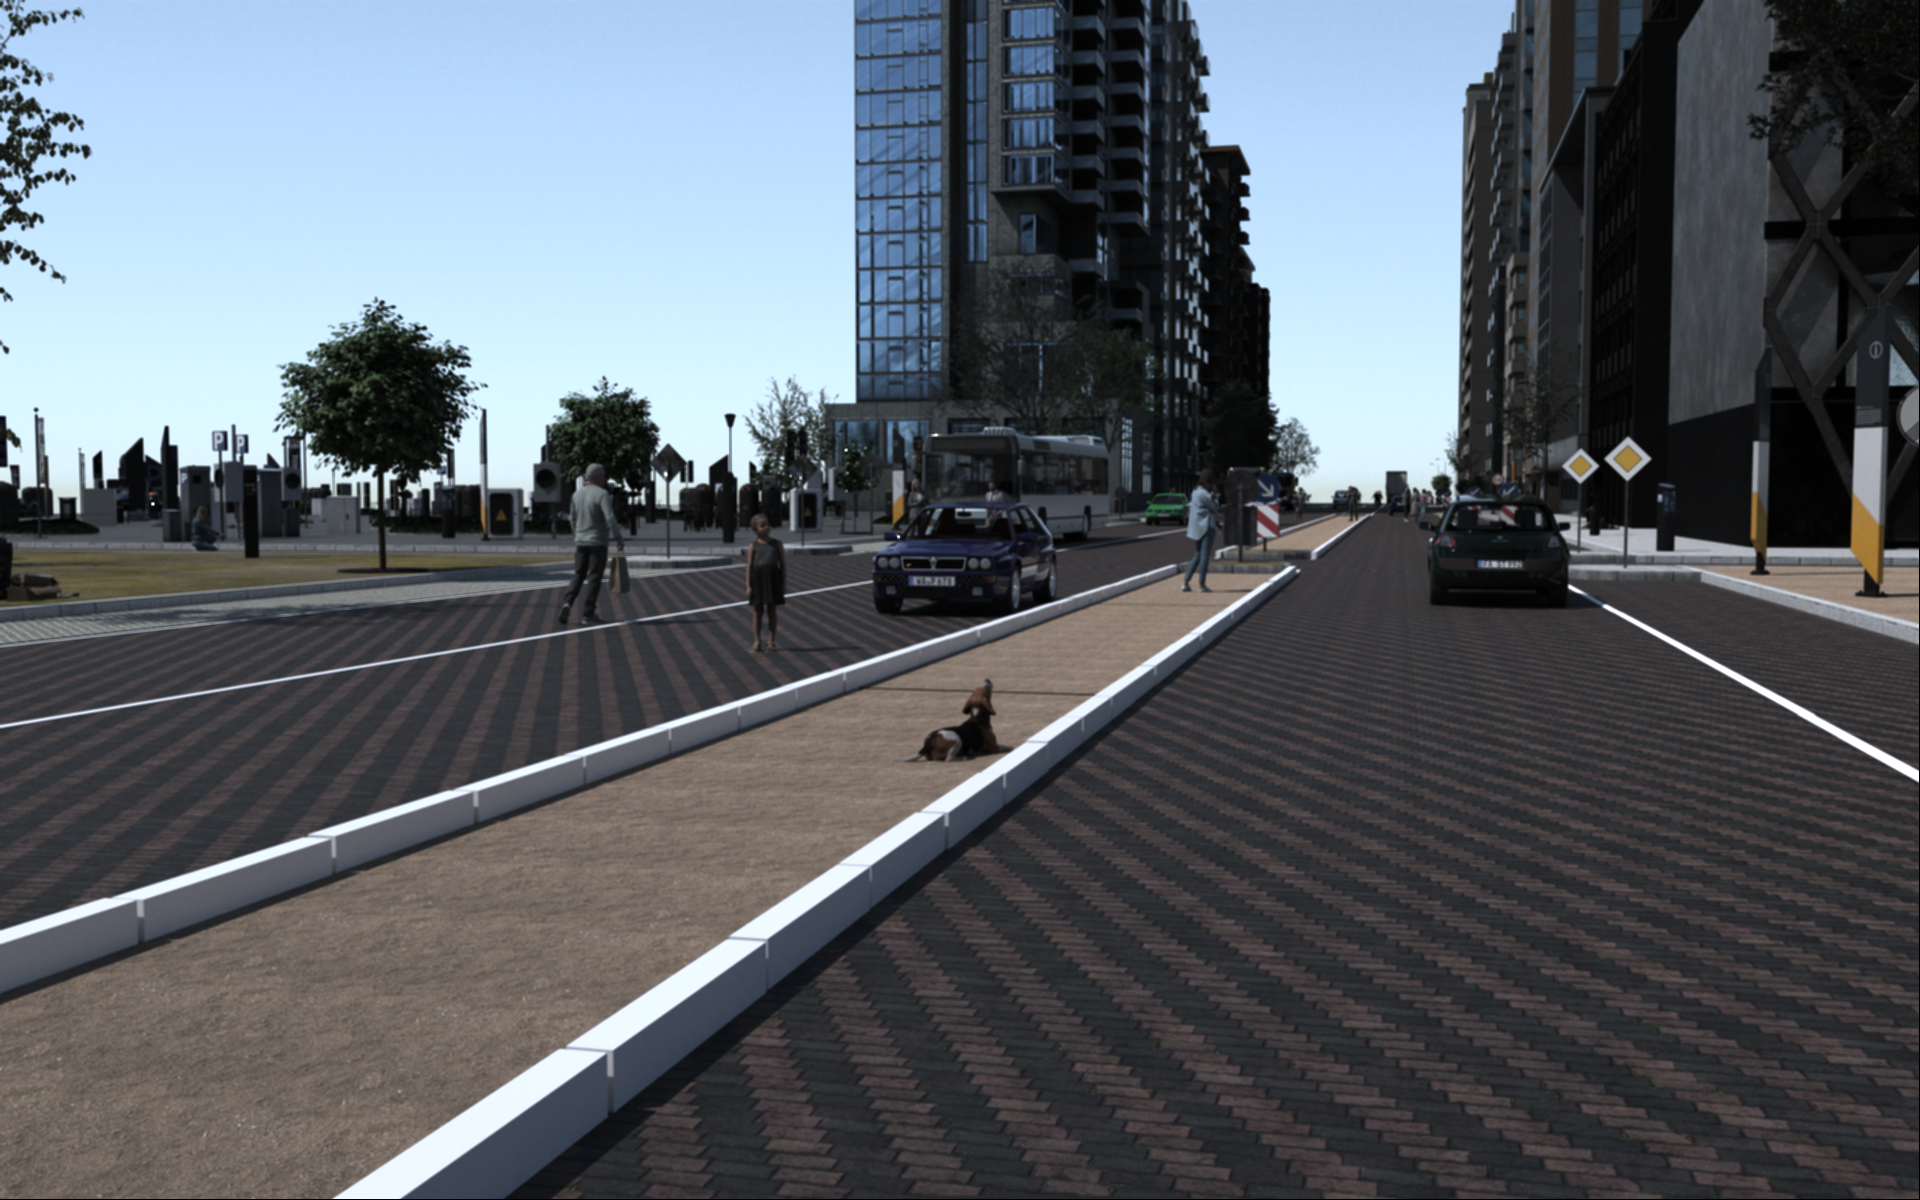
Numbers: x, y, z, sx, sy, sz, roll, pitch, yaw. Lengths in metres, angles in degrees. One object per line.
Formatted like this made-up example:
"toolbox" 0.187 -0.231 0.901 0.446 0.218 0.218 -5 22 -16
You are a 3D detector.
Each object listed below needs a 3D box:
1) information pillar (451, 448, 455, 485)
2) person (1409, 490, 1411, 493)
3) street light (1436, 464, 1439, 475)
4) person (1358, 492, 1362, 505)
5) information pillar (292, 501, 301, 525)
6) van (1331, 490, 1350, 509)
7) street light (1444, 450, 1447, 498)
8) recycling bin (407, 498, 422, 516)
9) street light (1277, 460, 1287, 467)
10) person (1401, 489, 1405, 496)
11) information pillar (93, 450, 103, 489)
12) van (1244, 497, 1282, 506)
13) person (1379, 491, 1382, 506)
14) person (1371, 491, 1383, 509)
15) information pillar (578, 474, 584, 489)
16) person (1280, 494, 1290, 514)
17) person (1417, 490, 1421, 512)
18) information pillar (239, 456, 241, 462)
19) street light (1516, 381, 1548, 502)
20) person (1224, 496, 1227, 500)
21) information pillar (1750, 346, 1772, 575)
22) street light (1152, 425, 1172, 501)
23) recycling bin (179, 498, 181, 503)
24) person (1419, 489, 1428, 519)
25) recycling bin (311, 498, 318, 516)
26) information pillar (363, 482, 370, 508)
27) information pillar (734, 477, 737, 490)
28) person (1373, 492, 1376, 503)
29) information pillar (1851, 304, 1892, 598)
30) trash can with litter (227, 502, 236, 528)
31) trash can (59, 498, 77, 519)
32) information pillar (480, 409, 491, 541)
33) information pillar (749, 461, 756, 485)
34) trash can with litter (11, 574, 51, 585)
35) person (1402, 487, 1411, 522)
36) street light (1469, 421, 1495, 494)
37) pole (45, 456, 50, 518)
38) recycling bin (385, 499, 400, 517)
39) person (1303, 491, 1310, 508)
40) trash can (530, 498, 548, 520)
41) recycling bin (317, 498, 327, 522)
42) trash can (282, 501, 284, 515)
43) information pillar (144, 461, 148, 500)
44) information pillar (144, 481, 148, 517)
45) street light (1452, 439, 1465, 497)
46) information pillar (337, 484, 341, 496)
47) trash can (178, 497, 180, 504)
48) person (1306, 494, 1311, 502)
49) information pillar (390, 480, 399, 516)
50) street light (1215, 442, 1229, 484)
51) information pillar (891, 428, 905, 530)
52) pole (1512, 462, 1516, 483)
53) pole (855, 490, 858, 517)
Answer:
"information pillar" -25.952 -5.948 88.608 0.183 3.616 0.504 -2 4 -31
"person" 45.266 -10.140 174.295 1.348 1.824 0.705 3 5 44
"street light" 62.909 -15.542 226.657 1.470 5.913 1.316 1 4 14
"person" 54.220 -13.831 235.319 0.721 1.739 1.217 -2 4 -35
"information pillar" -26.631 -3.964 69.302 0.304 2.012 0.304 2 4 30
"van" 37.545 -9.978 170.158 2.013 2.044 4.112 1 4 15
"street light" 52.185 -12.946 184.203 1.470 5.913 1.316 1 4 14
"recycling bin" -32.037 -5.464 101.882 0.722 1.027 0.722 3 4 36
"street light" 43.654 -16.066 235.214 1.470 5.913 1.316 1 4 14
"person" 34.457 -7.717 134.537 0.709 1.838 0.599 -1 4 -15
"information pillar" -45.913 -6.174 92.298 0.183 3.616 0.504 2 4 33
"van" 13.877 -4.464 80.004 2.013 2.044 4.112 1 4 12
"person" 49.926 -12.085 206.019 0.705 1.831 1.348 -1 4 -15
"person" 39.442 -9.442 163.700 1.217 1.723 0.721 2 4 31
"information pillar" -17.711 -5.483 81.007 0.183 3.616 0.504 -3 5 -41
"person" 22.787 -6.706 121.376 0.697 1.427 0.421 0 4 6
"person" 37.569 -8.119 141.688 0.683 1.767 0.568 -1 4 -10
"information pillar" -44.224 -7.051 106.633 0.183 3.616 0.504 -3 4 -37
"street light" 23.555 -6.038 71.265 1.470 5.913 1.316 1 4 14
"person" 22.520 -8.199 145.743 0.628 1.438 0.799 1 4 15
"information pillar" 12.668 -2.203 27.377 0.183 3.616 0.504 3 5 44
"street light" 13.586 -8.825 116.828 1.470 5.913 1.316 1 4 14
"recycling bin" -51.336 -6.243 114.628 0.722 1.027 0.722 2 4 29
"person" 26.846 -5.571 100.417 0.563 1.720 0.643 3 5 45
"recycling bin" -37.081 -5.374 100.413 0.722 1.027 0.722 1 4 16
"information pillar" -36.910 -6.317 107.780 0.304 2.012 0.304 -3 5 -42
"information pillar" -9.987 -4.380 76.101 0.304 2.012 0.304 1 4 22
"person" 63.721 -15.711 265.396 0.705 1.821 1.348 -2 4 -28
"information pillar" 11.366 -1.850 21.603 0.183 3.616 0.504 -1 4 -13
"trash can with litter" -27.363 -3.365 66.073 1.678 1.210 2.233 -1 4 -14
"trash can" -37.004 -3.681 71.846 0.748 1.137 0.748 0 3 0
"information pillar" -13.148 -3.455 47.836 0.183 3.616 0.504 -2 4 -28
"information pillar" -14.539 -7.960 121.501 0.504 3.616 0.183 -1 4 -22
"trash can with litter" -14.022 -0.813 24.354 2.233 1.210 1.678 -1 4 -11
"person" 23.318 -4.980 90.108 0.709 1.800 0.728 0 4 -8
"street light" 33.242 -8.384 109.622 1.470 5.913 1.316 1 4 14
"pole" -48.387 -5.990 91.774 0.158 3.312 0.155 0 3 0
"recycling bin" -31.617 -5.135 96.516 0.722 1.027 0.722 -2 4 -26
"person" 36.341 -10.663 182.925 1.350 1.814 0.705 0 4 7
"trash can" -15.725 -3.253 64.835 0.748 1.137 0.748 0 3 0
"recycling bin" -29.523 -4.197 81.178 0.722 1.027 0.722 0 4 -7
"trash can" -27.762 -3.590 70.352 0.748 1.137 0.748 0 3 0
"information pillar" -53.603 -7.492 113.850 0.183 3.616 0.504 1 4 14
"information pillar" -46.492 -5.756 98.597 0.304 2.012 0.304 2 4 26
"street light" 42.635 -10.652 146.699 1.470 5.913 1.316 1 4 14
"information pillar" -43.301 -7.121 120.920 0.304 2.012 0.304 0 4 4
"trash can" -45.085 -5.361 99.309 0.748 1.137 0.748 0 3 0
"person" 49.178 -14.208 243.987 0.799 1.438 0.628 1 4 12
"information pillar" -28.680 -5.096 87.812 0.304 2.012 0.304 2 4 24
"street light" 23.327 -11.133 154.567 1.470 5.913 1.316 1 4 14
"information pillar" -2.173 -4.265 61.088 0.504 3.616 0.183 2 4 35
"pole" 34.715 -7.018 108.579 0.158 3.312 0.155 0 3 0
"pole" -5.772 -6.263 96.239 0.158 3.312 0.155 0 3 0
